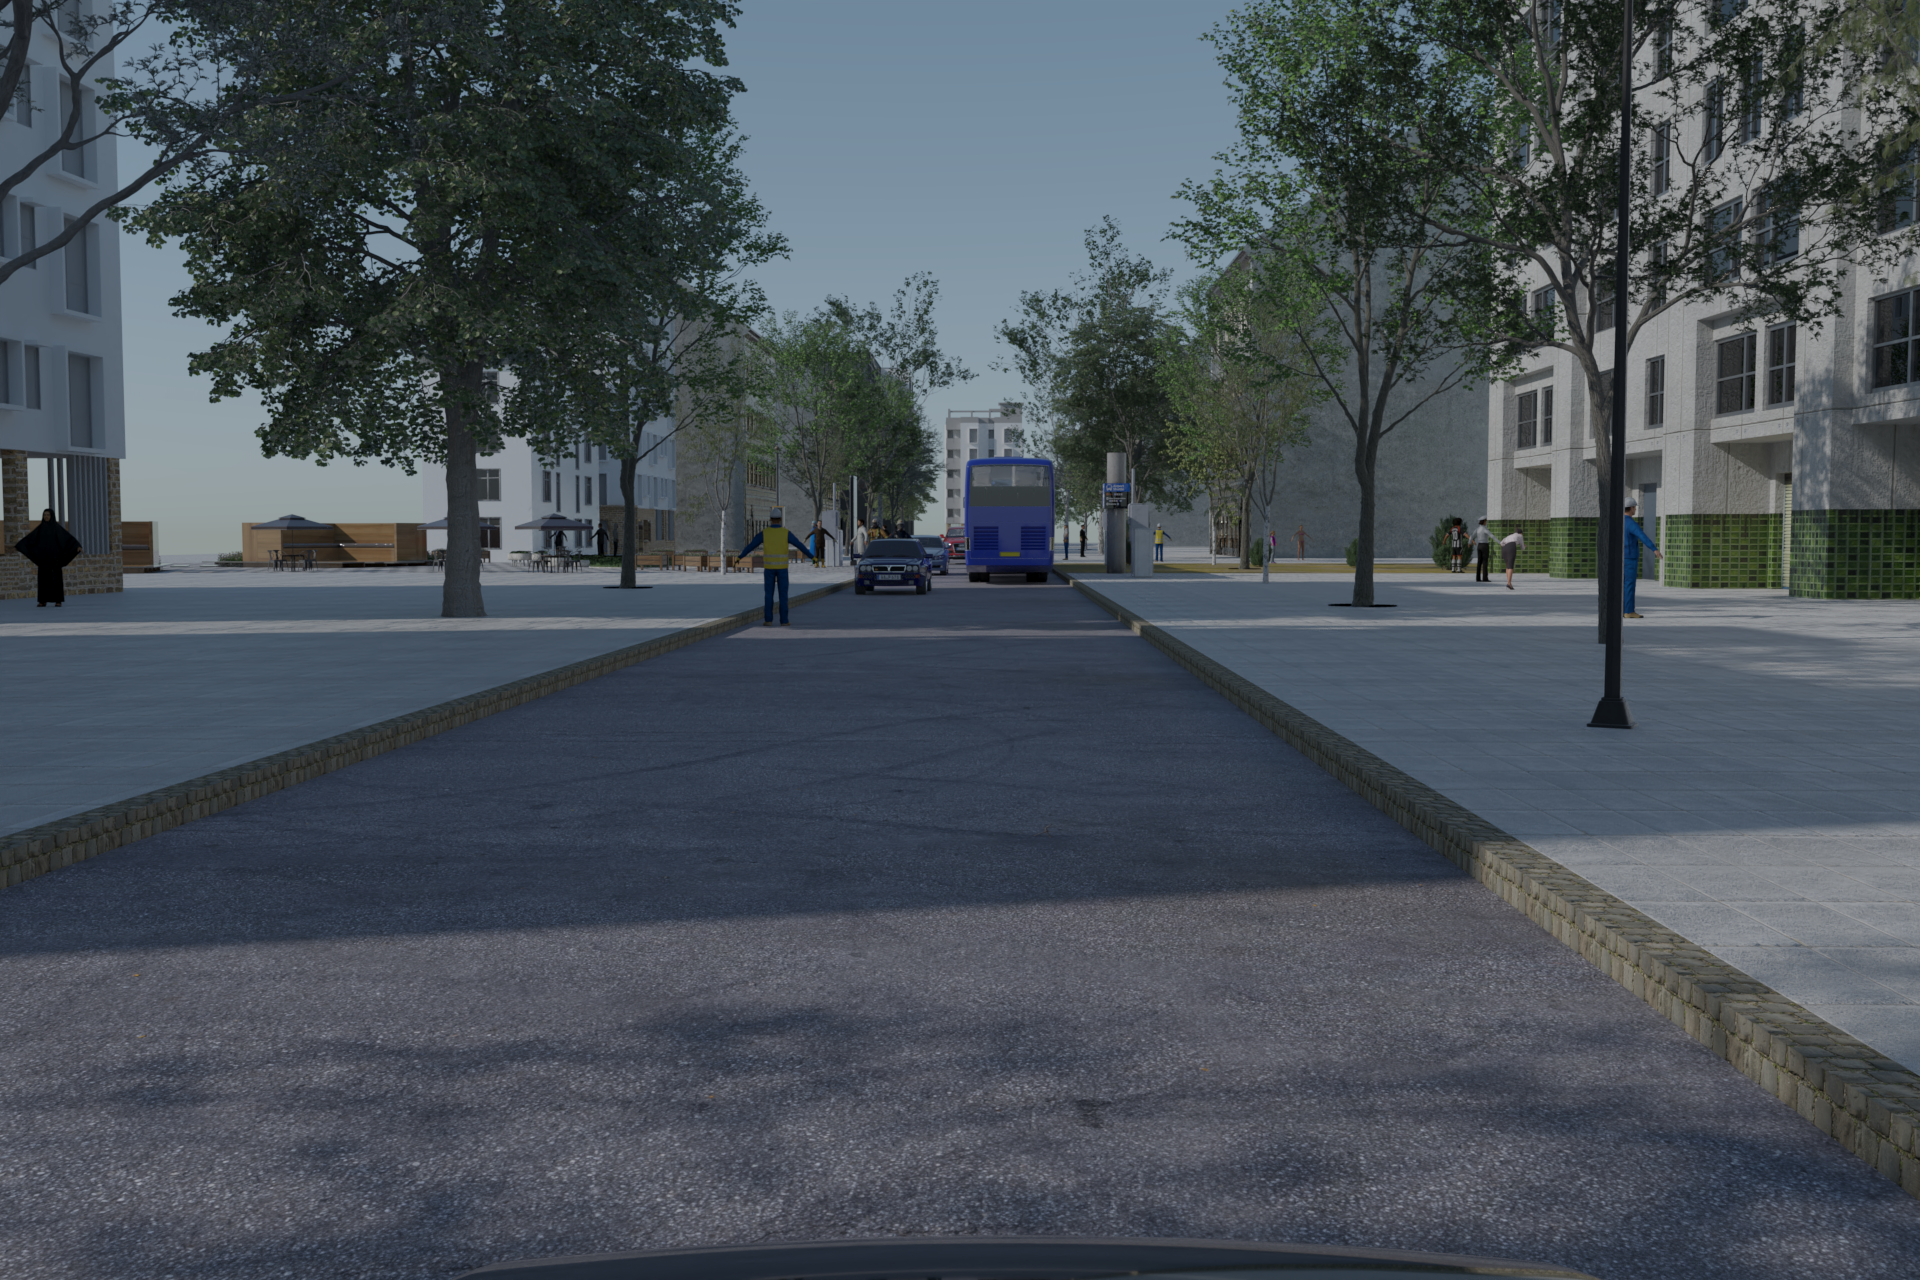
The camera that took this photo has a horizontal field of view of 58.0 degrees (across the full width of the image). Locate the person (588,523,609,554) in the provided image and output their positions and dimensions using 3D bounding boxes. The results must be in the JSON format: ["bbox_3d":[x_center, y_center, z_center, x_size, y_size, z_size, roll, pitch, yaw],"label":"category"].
[{"bbox_3d":[-17.076,-4.644,82.158,0.704,1.802,1.346,2,4,32],"label":"person"}]

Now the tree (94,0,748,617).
[{"bbox_3d":[-7.867,-7.337,26.616,9.857,13.997,8.962,0,3,0],"label":"tree"}]

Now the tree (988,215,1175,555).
[{"bbox_3d":[7.980,-15.276,105.656,12.611,20.169,13.585,0,3,0],"label":"tree"}]

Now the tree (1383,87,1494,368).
[{"bbox_3d":[24.821,-13.283,73.072,12.611,20.169,13.585,0,3,0],"label":"tree"}]

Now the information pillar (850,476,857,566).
[{"bbox_3d":[-4.332,-4.840,70.444,0.184,3.620,1.656,0,4,1],"label":"information pillar"}]

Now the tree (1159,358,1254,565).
[{"bbox_3d":[10.464,-7.420,71.683,4.737,8.622,4.395,0,3,0],"label":"tree"}]

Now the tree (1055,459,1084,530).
[{"bbox_3d":[15.770,-20.476,252.904,7.486,12.596,7.792,0,3,0],"label":"tree"}]

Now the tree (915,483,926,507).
[{"bbox_3d":[-9.452,-21.062,254.730,12.009,13.543,11.850,0,3,0],"label":"tree"}]

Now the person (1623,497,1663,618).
[{"bbox_3d":[10.226,-1.259,26.471,0.705,1.842,1.347,-1,4,-14],"label":"person"}]

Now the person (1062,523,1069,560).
[{"bbox_3d":[5.225,-4.884,85.713,0.705,1.847,1.347,0,4,4],"label":"person"}]

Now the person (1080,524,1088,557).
[{"bbox_3d":[6.821,-5.500,95.866,0.705,1.837,1.347,1,4,20],"label":"person"}]

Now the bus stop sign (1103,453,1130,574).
[{"bbox_3d":[5.081,-4.113,56.263,0.837,3.901,0.837,0,4,1],"label":"bus stop sign"}]

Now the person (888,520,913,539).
[{"bbox_3d":[-1.777,-2.661,51.748,1.354,1.856,0.705,-1,4,-14],"label":"person"}]

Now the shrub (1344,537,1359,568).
[{"bbox_3d":[15.058,-3.333,65.618,1.383,1.207,1.383,0,3,0],"label":"shrub"}]

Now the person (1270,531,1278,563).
[{"bbox_3d":[13.797,-4.079,75.950,0.599,1.433,0.991,1,4,23],"label":"person"}]

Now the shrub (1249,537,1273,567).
[{"bbox_3d":[11.679,-3.437,67.308,1.383,1.207,1.383,0,3,0],"label":"shrub"}]

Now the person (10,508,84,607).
[{"bbox_3d":[-16.048,-1.449,30.473,1.214,1.737,0.721,0,4,-7],"label":"person"}]

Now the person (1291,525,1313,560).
[{"bbox_3d":[16.703,-4.758,84.592,1.217,1.733,0.721,-1,4,-18],"label":"person"}]

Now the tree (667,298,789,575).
[{"bbox_3d":[-7.470,-6.345,54.099,4.360,8.622,3.978,0,3,0],"label":"tree"}]

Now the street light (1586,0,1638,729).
[{"bbox_3d":[4.895,-2.374,11.361,1.470,5.913,1.316,0,4,1],"label":"street light"}]

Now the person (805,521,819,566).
[{"bbox_3d":[-5.873,-3.890,69.721,0.704,1.817,1.347,-2,4,-35],"label":"person"}]

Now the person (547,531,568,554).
[{"bbox_3d":[-18.743,-4.523,80.670,1.216,1.740,0.721,2,4,28],"label":"person"}]

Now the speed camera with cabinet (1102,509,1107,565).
[{"bbox_3d":[6.242,-4.730,71.676,0.660,3.252,2.038,0,4,2],"label":"speed camera with cabinet"}]

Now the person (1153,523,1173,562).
[{"bbox_3d":[9.168,-4.478,79.681,1.216,1.772,0.721,0,4,6],"label":"person"}]

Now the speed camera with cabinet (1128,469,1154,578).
[{"bbox_3d":[5.424,-3.518,51.855,0.660,3.252,2.038,0,4,1],"label":"speed camera with cabinet"}]

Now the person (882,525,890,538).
[{"bbox_3d":[-4.196,-5.504,96.183,0.705,1.806,1.347,3,4,38],"label":"person"}]

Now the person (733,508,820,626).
[{"bbox_3d":[-2.872,-1.140,27.061,1.349,1.833,0.705,0,4,-4],"label":"person"}]

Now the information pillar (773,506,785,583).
[{"bbox_3d":[-4.789,-2.530,45.862,0.304,2.012,0.304,0,4,0],"label":"information pillar"}]

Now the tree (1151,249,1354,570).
[{"bbox_3d":[10.495,-8.365,62.528,9.928,11.665,9.643,0,3,0],"label":"tree"}]

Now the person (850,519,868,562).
[{"bbox_3d":[-3.417,-3.259,59.469,0.705,1.806,1.347,-2,4,-26],"label":"person"}]

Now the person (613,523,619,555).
[{"bbox_3d":[-16.906,-4.837,85.212,0.705,1.813,1.348,-1,4,-9],"label":"person"}]

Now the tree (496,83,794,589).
[{"bbox_3d":[-7.713,-7.009,40.359,9.928,11.665,9.643,0,3,0],"label":"tree"}]

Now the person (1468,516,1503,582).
[{"bbox_3d":[14.049,-2.440,46.351,0.721,1.778,1.216,-2,4,-30],"label":"person"}]

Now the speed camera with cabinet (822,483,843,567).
[{"bbox_3d":[-5.004,-4.495,67.826,0.660,3.252,2.038,0,4,3],"label":"speed camera with cabinet"}]

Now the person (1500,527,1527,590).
[{"bbox_3d":[12.796,-1.880,39.977,0.628,1.438,0.799,1,4,11],"label":"person"}]

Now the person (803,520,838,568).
[{"bbox_3d":[-5.329,-3.657,65.924,1.346,1.812,0.704,-1,4,-13],"label":"person"}]

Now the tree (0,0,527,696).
[{"bbox_3d":[-8.108,-6.294,13.275,12.009,13.543,11.850,0,3,0],"label":"tree"}]

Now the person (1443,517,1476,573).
[{"bbox_3d":[16.391,-3.110,56.997,0.704,1.843,1.345,-2,4,-34],"label":"person"}]

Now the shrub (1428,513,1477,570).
[{"bbox_3d":[17.497,-3.495,61.555,1.690,2.028,1.600,0,3,0],"label":"shrub"}]

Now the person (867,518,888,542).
[{"bbox_3d":[-3.069,-3.495,62.911,1.354,1.858,0.705,2,4,25],"label":"person"}]
